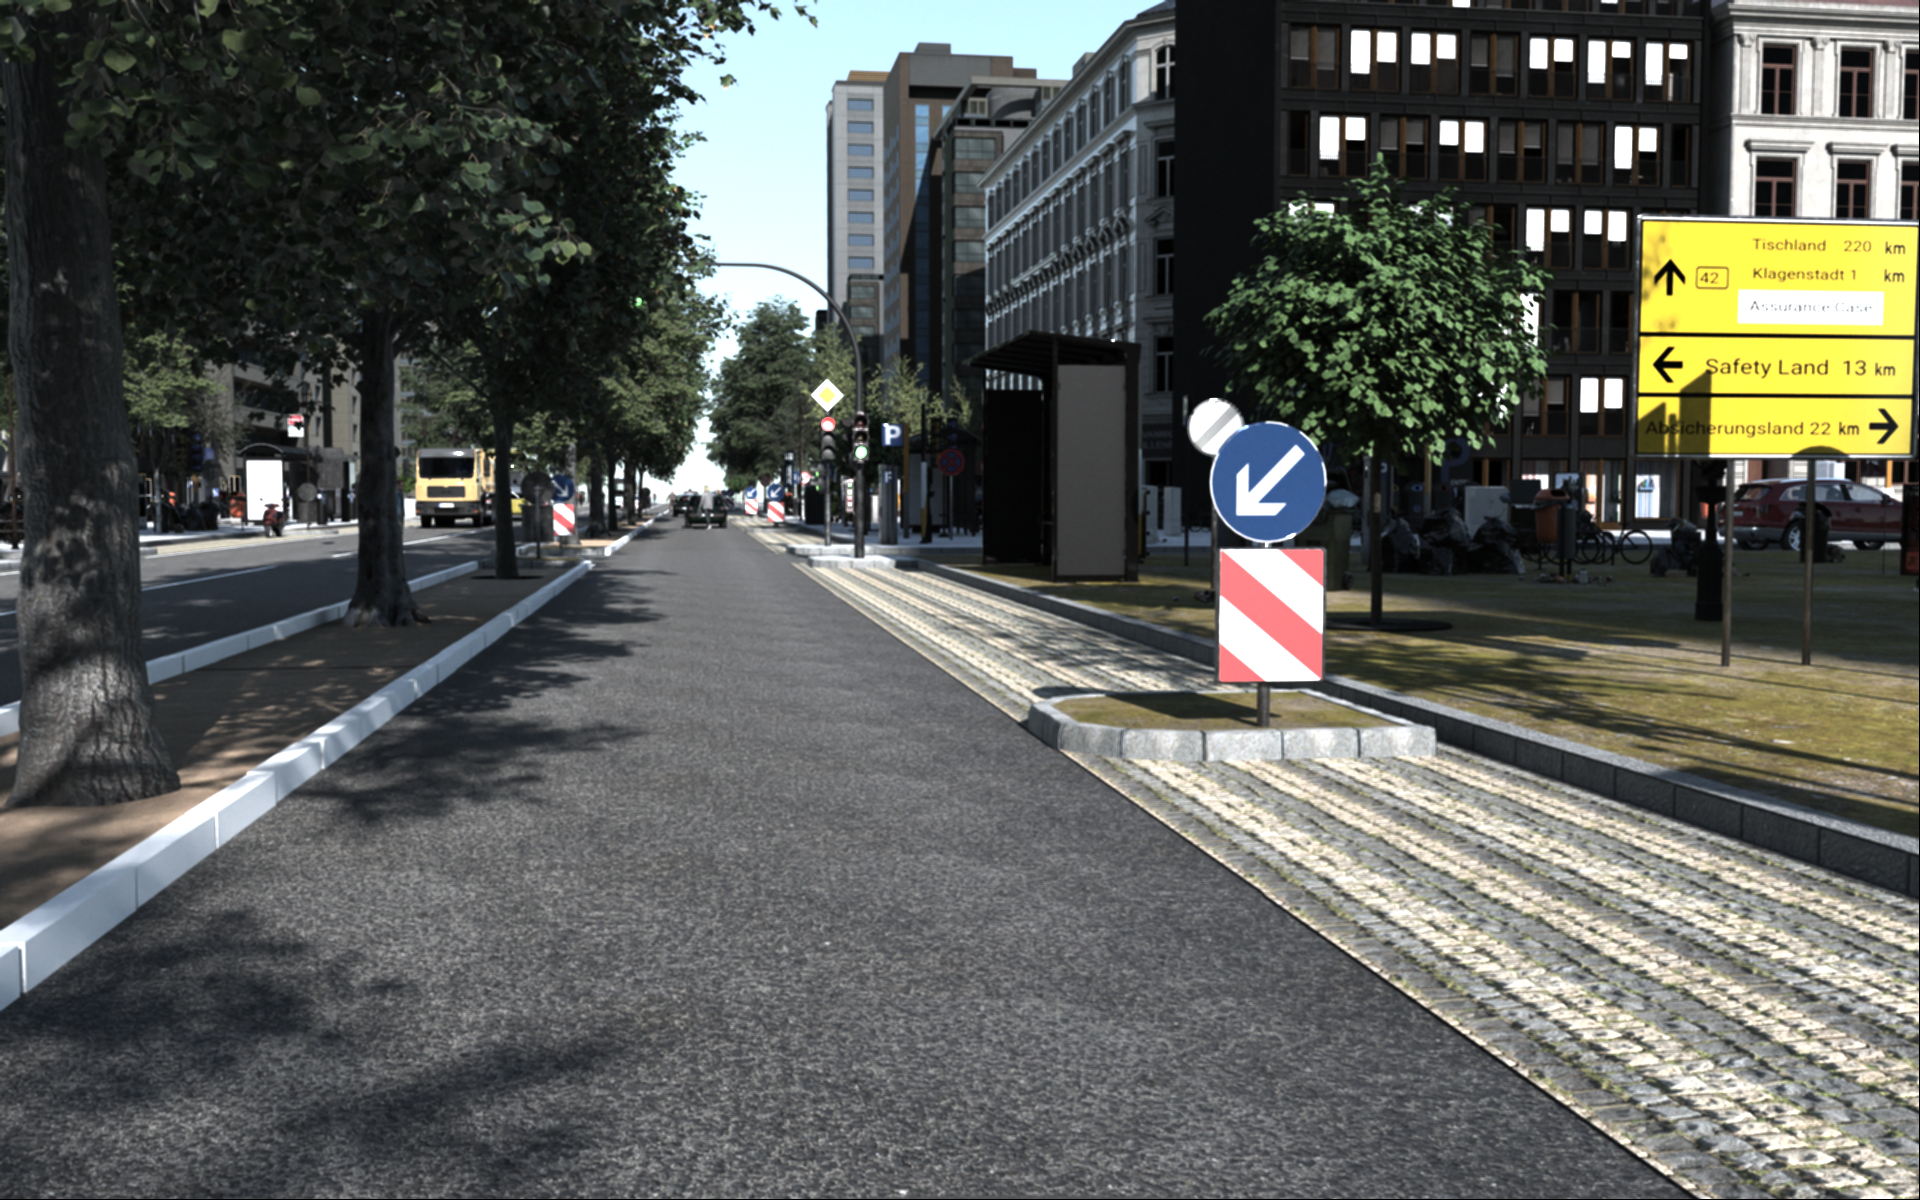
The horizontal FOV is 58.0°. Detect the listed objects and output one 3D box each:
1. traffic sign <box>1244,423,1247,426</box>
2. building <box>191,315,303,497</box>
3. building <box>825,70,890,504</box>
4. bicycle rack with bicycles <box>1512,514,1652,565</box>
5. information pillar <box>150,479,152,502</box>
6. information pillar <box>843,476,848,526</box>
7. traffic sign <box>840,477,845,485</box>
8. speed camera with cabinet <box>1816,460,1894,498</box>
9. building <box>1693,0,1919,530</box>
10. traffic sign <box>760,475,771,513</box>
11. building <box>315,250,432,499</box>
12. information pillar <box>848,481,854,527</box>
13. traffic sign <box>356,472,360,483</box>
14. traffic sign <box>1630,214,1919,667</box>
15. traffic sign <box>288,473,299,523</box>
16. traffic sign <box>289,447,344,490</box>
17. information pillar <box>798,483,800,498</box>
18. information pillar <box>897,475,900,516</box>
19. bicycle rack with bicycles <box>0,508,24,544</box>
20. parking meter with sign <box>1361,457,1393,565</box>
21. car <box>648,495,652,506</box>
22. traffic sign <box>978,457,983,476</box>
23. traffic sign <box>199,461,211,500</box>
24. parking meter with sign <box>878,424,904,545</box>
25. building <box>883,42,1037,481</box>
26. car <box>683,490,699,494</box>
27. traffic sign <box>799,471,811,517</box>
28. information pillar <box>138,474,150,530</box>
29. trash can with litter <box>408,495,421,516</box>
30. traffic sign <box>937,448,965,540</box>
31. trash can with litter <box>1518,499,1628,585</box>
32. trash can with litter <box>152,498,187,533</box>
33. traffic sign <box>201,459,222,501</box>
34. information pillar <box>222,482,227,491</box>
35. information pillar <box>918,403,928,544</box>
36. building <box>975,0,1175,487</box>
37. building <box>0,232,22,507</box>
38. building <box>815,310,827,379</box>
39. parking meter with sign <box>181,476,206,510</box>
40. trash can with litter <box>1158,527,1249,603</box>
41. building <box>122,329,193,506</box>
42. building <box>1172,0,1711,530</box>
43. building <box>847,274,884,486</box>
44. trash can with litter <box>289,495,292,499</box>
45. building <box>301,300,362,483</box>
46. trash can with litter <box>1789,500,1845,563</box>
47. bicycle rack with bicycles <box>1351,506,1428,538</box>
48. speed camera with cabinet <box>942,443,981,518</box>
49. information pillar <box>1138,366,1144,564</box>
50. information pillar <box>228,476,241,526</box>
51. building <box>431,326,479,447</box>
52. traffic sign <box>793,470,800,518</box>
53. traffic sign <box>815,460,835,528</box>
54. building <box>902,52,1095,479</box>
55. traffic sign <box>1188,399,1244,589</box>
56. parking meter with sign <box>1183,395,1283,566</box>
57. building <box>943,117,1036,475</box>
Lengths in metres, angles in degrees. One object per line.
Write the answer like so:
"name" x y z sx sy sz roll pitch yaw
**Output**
"traffic sign" 4.755 -1.836 30.125 0.768 2.556 0.104 0 4 -7
"building" -59.435 -30.358 120.050 21.300 48.544 21.600 -1 4 -9
"building" -8.602 -43.246 249.075 21.231 58.520 28.212 -1 4 -9
"bicycle rack with bicycles" 11.257 -1.143 32.067 2.925 0.926 2.852 1 4 16
"information pillar" -39.256 -4.842 83.661 0.304 2.012 0.304 -3 5 -43
"information pillar" -4.501 -4.720 68.530 0.183 3.616 0.504 -1 4 -10
"traffic sign" -6.737 -6.348 103.797 0.884 2.594 0.081 0 4 -5
"speed camera with cabinet" 24.612 -3.269 47.779 0.660 3.252 2.038 -2 4 -34
"building" 35.944 -14.133 67.224 21.152 22.565 11.583 -1 4 -9
"traffic sign" -13.192 -7.186 117.597 0.768 2.556 0.104 0 4 -7
"building" -79.938 -32.125 217.125 32.217 40.220 23.993 -1 4 -9
"information pillar" -4.081 -4.639 67.204 0.183 3.616 0.504 1 4 11
"traffic sign" -33.741 -5.982 97.919 0.768 2.556 0.104 0 4 -4
"traffic sign" 6.017 -1.159 12.821 2.265 3.308 0.079 0 4 -7
"traffic sign" -29.679 -4.737 77.552 0.768 2.556 0.104 0 4 -1
"traffic sign" -28.146 -5.007 75.733 2.265 3.308 0.079 -1 4 -8
"information pillar" -10.786 -6.876 116.912 0.304 2.012 0.304 -1 4 -16
"information pillar" -3.572 -6.602 99.296 0.183 3.616 0.504 -1 4 -20
"bicycle rack with bicycles" -24.849 -1.910 44.605 2.925 0.926 2.852 -1 4 -14
"parking meter with sign" 7.624 -2.154 31.480 0.543 3.016 1.738 0 4 2
"car" -38.713 -12.256 212.386 2.014 1.417 4.499 -1 4 -10
"traffic sign" 0.965 -3.433 56.236 0.768 2.556 0.104 0 4 1
"traffic sign" -28.037 -3.950 64.685 0.768 2.556 0.104 0 4 0
"parking meter with sign" -1.809 -2.925 44.086 0.543 3.016 1.738 -1 4 -9
"building" -0.027 -32.049 174.113 14.600 45.320 14.200 -1 4 -9
"car" -28.291 -10.607 182.104 2.281 1.827 5.304 -1 4 -9
"traffic sign" -8.628 -5.878 96.206 0.768 2.556 0.104 0 4 -2
"information pillar" -29.656 -3.560 62.694 0.304 2.012 0.304 3 5 44
"trash can with litter" -32.179 -5.467 100.446 2.233 1.210 1.678 -2 4 -33
"traffic sign" -0.244 -2.937 48.127 0.768 2.556 0.104 0 4 -2
"trash can with litter" 9.121 -0.884 25.512 1.678 1.210 2.233 2 4 31
"trash can with litter" -26.004 -2.788 56.964 1.055 1.170 0.624 -1 4 -20
"traffic sign" -27.417 -3.875 63.468 0.768 2.556 0.104 0 4 -7
"information pillar" -46.237 -6.396 109.061 0.304 2.012 0.304 2 4 25
"information pillar" -0.932 -3.277 44.941 0.183 3.616 0.504 0 4 6
"building" 12.811 -19.705 98.591 17.030 29.872 44.131 -1 4 -9
"building" -49.707 -17.929 79.036 13.634 28.700 20.117 -1 4 -9
"building" -15.753 -30.534 270.924 14.160 30.474 14.107 -1 4 -9
"parking meter with sign" -32.629 -4.750 73.926 0.543 3.016 1.738 1 4 22
"trash can with litter" 3.385 -0.602 20.896 1.678 1.210 2.233 0 4 -2
"building" -52.052 -16.374 97.391 12.332 23.373 15.834 -1 4 -9
"building" 17.457 -14.436 65.702 15.834 23.373 12.332 -1 4 -9
"building" -8.067 -27.933 228.398 14.160 30.474 14.107 -1 4 -9
"trash can with litter" -40.984 -5.864 106.925 1.678 1.210 2.233 1 4 16
"building" -66.681 -18.362 145.257 27.650 21.520 28.899 -1 4 -9
"trash can with litter" 16.168 -1.298 32.615 1.055 1.170 0.624 -2 4 -34
"bicycle rack with bicycles" 12.260 -2.294 50.882 2.925 0.926 2.852 3 5 43
"speed camera with cabinet" -0.164 -4.507 68.029 2.038 3.252 0.660 -2 4 -27
"information pillar" 3.177 -2.489 32.044 0.183 3.616 0.504 -3 5 -40
"information pillar" -29.482 -4.035 70.469 0.304 2.012 0.304 2 4 30
"building" -81.913 -39.965 242.664 28.713 52.752 27.495 -1 4 -9
"traffic sign" -8.790 -5.611 91.840 0.768 2.556 0.104 0 4 -8
"traffic sign" -5.104 -4.001 65.514 0.768 2.556 0.104 0 4 -6
"building" 11.377 -28.432 156.744 32.217 40.220 23.993 -1 4 -9
"traffic sign" 3.424 -1.418 23.285 0.768 2.556 0.104 0 4 -4
"parking meter with sign" 4.858 -2.111 30.780 1.738 3.016 0.543 0 4 -2
"building" 5.469 -22.335 136.886 14.160 30.474 14.107 -1 4 -9
